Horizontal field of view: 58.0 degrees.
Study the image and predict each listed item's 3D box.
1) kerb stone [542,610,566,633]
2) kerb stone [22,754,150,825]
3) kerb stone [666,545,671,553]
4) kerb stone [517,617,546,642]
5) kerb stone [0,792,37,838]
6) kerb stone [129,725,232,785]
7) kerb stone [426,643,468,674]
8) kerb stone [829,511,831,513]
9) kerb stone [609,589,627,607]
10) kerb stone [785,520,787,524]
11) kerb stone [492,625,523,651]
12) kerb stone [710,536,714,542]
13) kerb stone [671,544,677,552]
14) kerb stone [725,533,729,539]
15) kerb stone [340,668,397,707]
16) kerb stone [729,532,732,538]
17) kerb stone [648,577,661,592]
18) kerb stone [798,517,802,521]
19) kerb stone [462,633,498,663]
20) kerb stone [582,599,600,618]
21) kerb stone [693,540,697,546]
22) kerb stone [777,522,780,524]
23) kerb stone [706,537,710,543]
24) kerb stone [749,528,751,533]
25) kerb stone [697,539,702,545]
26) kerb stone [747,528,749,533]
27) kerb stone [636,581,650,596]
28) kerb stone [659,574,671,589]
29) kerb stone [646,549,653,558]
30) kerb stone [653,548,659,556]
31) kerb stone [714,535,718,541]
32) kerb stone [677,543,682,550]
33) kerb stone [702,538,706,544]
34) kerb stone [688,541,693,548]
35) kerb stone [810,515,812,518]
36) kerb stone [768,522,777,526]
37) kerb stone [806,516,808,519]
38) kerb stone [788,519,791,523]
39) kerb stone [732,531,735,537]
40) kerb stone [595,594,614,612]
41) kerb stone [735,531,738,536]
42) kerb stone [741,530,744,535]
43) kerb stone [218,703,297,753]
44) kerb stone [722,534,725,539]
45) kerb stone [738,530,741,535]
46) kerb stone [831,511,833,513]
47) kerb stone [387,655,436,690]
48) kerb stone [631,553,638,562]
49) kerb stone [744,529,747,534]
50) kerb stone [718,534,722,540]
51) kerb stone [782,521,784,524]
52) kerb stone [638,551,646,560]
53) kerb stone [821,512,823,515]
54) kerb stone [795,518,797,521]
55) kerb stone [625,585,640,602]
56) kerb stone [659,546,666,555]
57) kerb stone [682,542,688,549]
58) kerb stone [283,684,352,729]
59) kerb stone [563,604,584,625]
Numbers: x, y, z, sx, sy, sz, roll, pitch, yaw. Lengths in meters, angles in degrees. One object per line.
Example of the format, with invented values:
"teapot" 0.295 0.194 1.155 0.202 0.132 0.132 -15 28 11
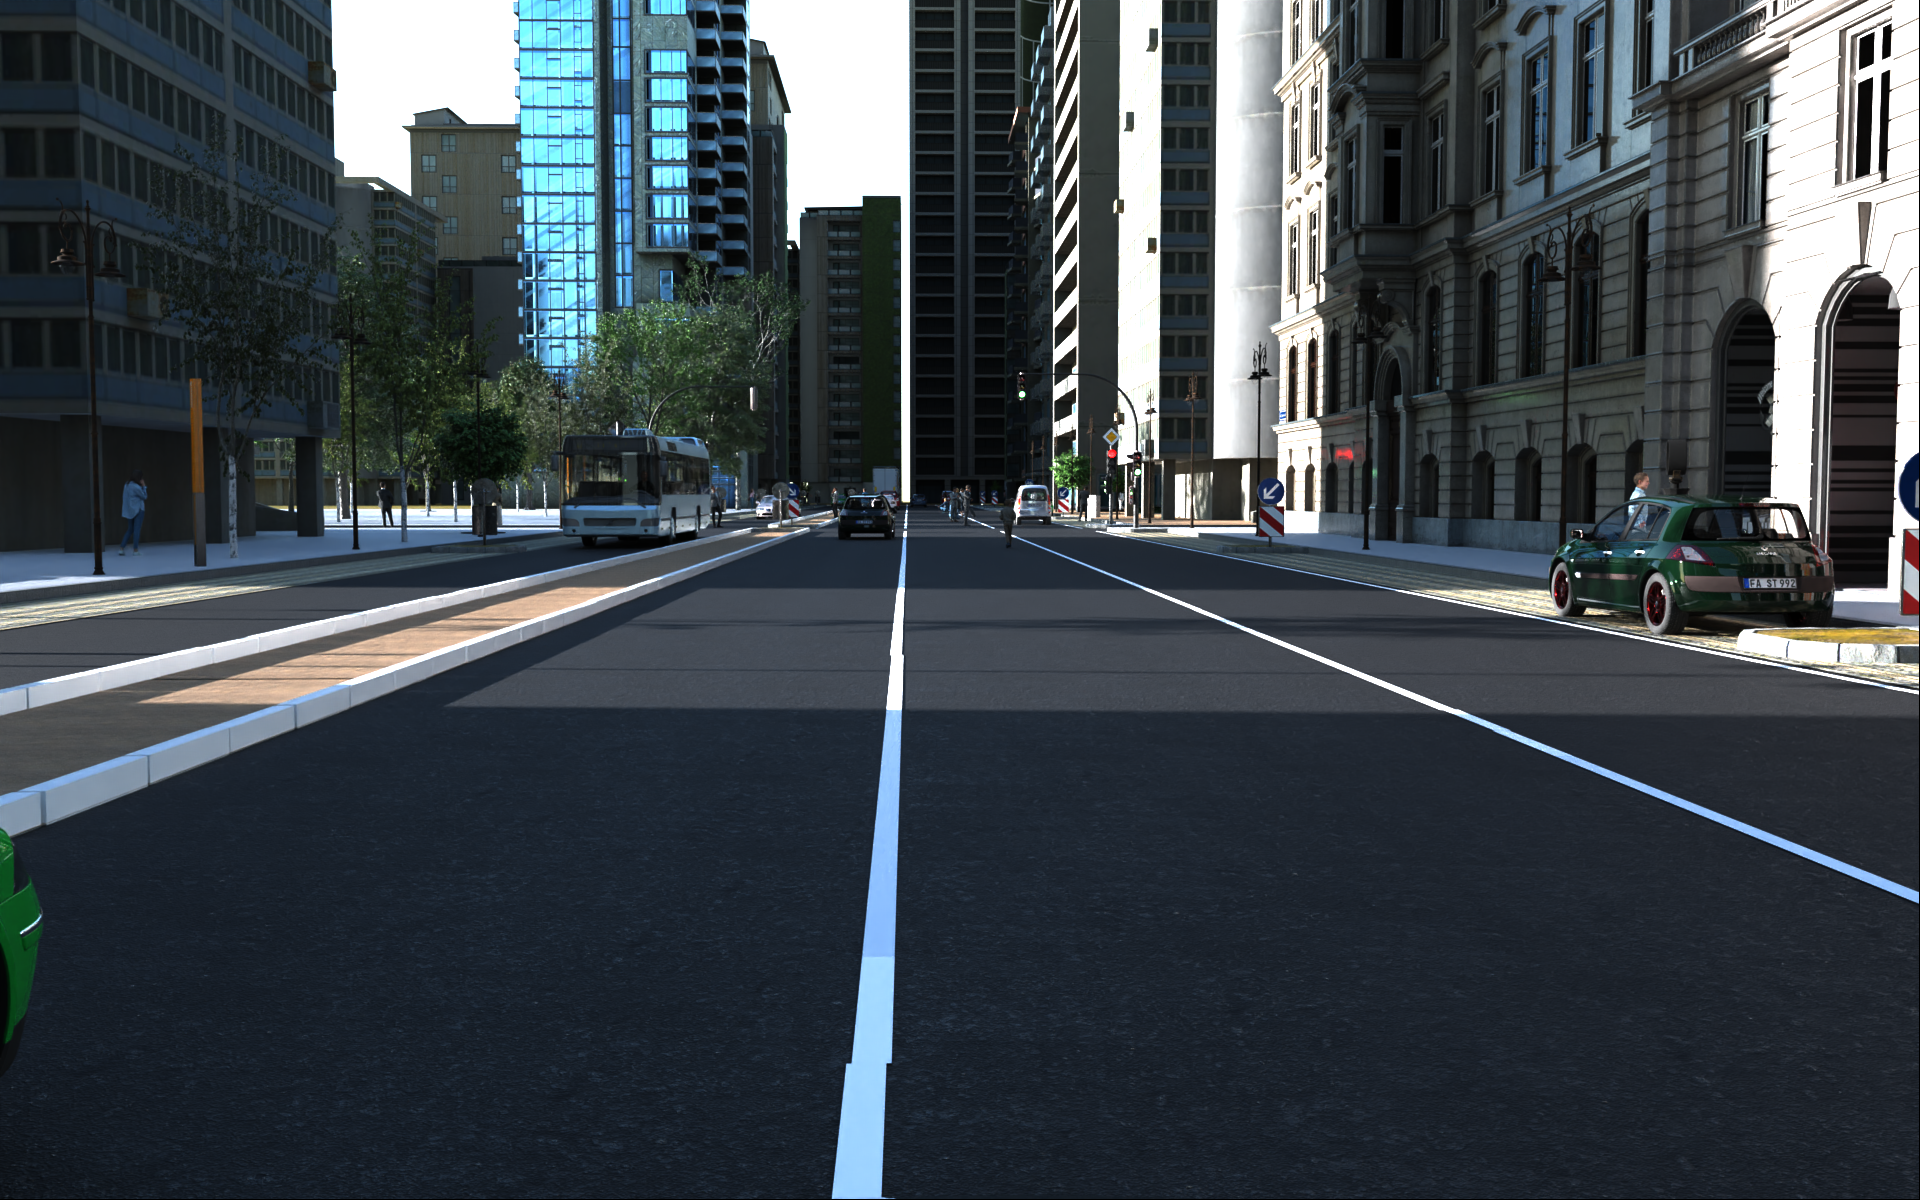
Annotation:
"kerb stone" -4.333 0.246 18.223 0.120 0.150 1.000 0 4 -2
"kerb stone" -4.024 0.869 7.981 0.120 0.150 1.000 0 4 -2
"kerb stone" -7.141 -1.183 41.702 0.120 0.150 1.000 0 4 -2
"kerb stone" -4.304 0.306 17.198 0.120 0.150 1.000 0 4 -2
"kerb stone" -4.002 0.932 6.955 0.120 0.150 1.000 0 4 -2
"kerb stone" -4.059 0.806 9.014 0.120 0.150 1.000 0 4 -2
"kerb stone" -4.221 0.493 14.133 0.120 0.150 1.000 0 4 -2
"kerb stone" -9.689 -6.364 126.283 0.120 0.150 1.000 0 4 -2
"kerb stone" -4.462 -0.008 22.324 0.120 0.150 1.000 0 4 -2
"kerb stone" -8.327 -3.607 81.180 0.120 0.150 1.000 0 4 -2
"kerb stone" -4.278 0.368 16.176 0.120 0.150 1.000 0 4 -2
"kerb stone" -7.432 -1.753 50.910 0.120 0.150 1.000 0 4 -2
"kerb stone" -7.177 -1.254 42.725 0.120 0.150 1.000 0 4 -2
"kerb stone" -7.543 -2.007 55.015 0.120 0.150 1.000 0 4 -2
"kerb stone" -4.153 0.620 12.086 0.120 0.150 1.000 0 4 -2
"kerb stone" -7.576 -2.070 56.038 0.120 0.150 1.000 0 4 -2
"kerb stone" -4.558 -0.196 25.402 0.120 0.150 1.000 0 4 -2
"kerb stone" -8.668 -4.293 92.470 0.120 0.150 1.000 0 4 -2
"kerb stone" -4.245 0.431 15.155 0.120 0.150 1.000 0 4 -2
"kerb stone" -4.396 0.127 20.275 0.120 0.150 1.000 0 4 -2
"kerb stone" -7.294 -1.504 46.815 0.120 0.150 1.000 0 4 -2
"kerb stone" -8.201 -3.357 77.077 0.120 0.150 1.000 0 4 -2
"kerb stone" -7.390 -1.693 49.884 0.120 0.150 1.000 0 4 -2
"kerb stone" -7.792 -2.508 63.200 0.120 0.150 1.000 0 4 -2
"kerb stone" -7.325 -1.568 47.836 0.120 0.150 1.000 0 4 -2
"kerb stone" -7.760 -2.439 62.179 0.120 0.150 1.000 0 4 -2
"kerb stone" -4.531 -0.133 24.378 0.120 0.150 1.000 0 4 -2
"kerb stone" -4.585 -0.259 26.433 0.120 0.150 1.000 0 4 -2
"kerb stone" -7.044 -1.004 38.633 0.120 0.150 1.000 0 4 -2
"kerb stone" -7.084 -1.062 39.655 0.120 0.150 1.000 0 4 -2
"kerb stone" -7.457 -1.814 51.932 0.120 0.150 1.000 0 4 -2
"kerb stone" -7.206 -1.318 43.747 0.120 0.150 1.000 0 4 -2
"kerb stone" -7.369 -1.631 48.861 0.120 0.150 1.000 0 4 -2
"kerb stone" -7.262 -1.442 45.794 0.120 0.150 1.000 0 4 -2
"kerb stone" -8.950 -4.862 101.688 0.120 0.150 1.000 0 4 -2
"kerb stone" -8.143 -3.231 75.014 0.120 0.150 1.000 0 4 -2
"kerb stone" -8.823 -4.612 97.595 0.120 0.150 1.000 0 4 -2
"kerb stone" -8.430 -3.796 84.259 0.120 0.150 1.000 0 4 -2
"kerb stone" -7.605 -2.132 57.059 0.120 0.150 1.000 0 4 -2
"kerb stone" -4.430 0.056 21.296 0.120 0.150 1.000 0 4 -2
"kerb stone" -7.631 -2.192 58.081 0.120 0.150 1.000 0 4 -2
"kerb stone" -7.701 -2.318 60.126 0.120 0.150 1.000 0 4 -2
"kerb stone" -4.095 0.748 10.038 0.120 0.150 1.000 0 4 -2
"kerb stone" -7.512 -1.939 53.989 0.120 0.150 1.000 0 4 -2
"kerb stone" -7.659 -2.257 59.102 0.120 0.150 1.000 0 4 -2
"kerb stone" -9.778 -6.555 129.366 0.120 0.150 1.000 0 4 -2
"kerb stone" -4.186 0.556 13.108 0.120 0.150 1.000 0 4 -2
"kerb stone" -6.990 -0.877 36.590 0.120 0.150 1.000 0 4 -2
"kerb stone" -7.725 -2.383 61.152 0.120 0.150 1.000 0 4 -2
"kerb stone" -7.480 -1.879 52.953 0.120 0.150 1.000 0 4 -2
"kerb stone" -8.273 -3.482 79.132 0.120 0.150 1.000 0 4 -2
"kerb stone" -7.016 -0.937 37.612 0.120 0.150 1.000 0 4 -2
"kerb stone" -9.348 -5.676 114.999 0.120 0.150 1.000 0 4 -2
"kerb stone" -8.552 -4.048 88.372 0.120 0.150 1.000 0 4 -2
"kerb stone" -4.490 -0.068 23.355 0.120 0.150 1.000 0 4 -2
"kerb stone" -7.102 -1.130 40.676 0.120 0.150 1.000 0 4 -2
"kerb stone" -7.233 -1.381 44.772 0.120 0.150 1.000 0 4 -2
"kerb stone" -4.121 0.682 11.065 0.120 0.150 1.000 0 4 -2
"kerb stone" -4.361 0.185 19.246 0.120 0.150 1.000 0 4 -2
